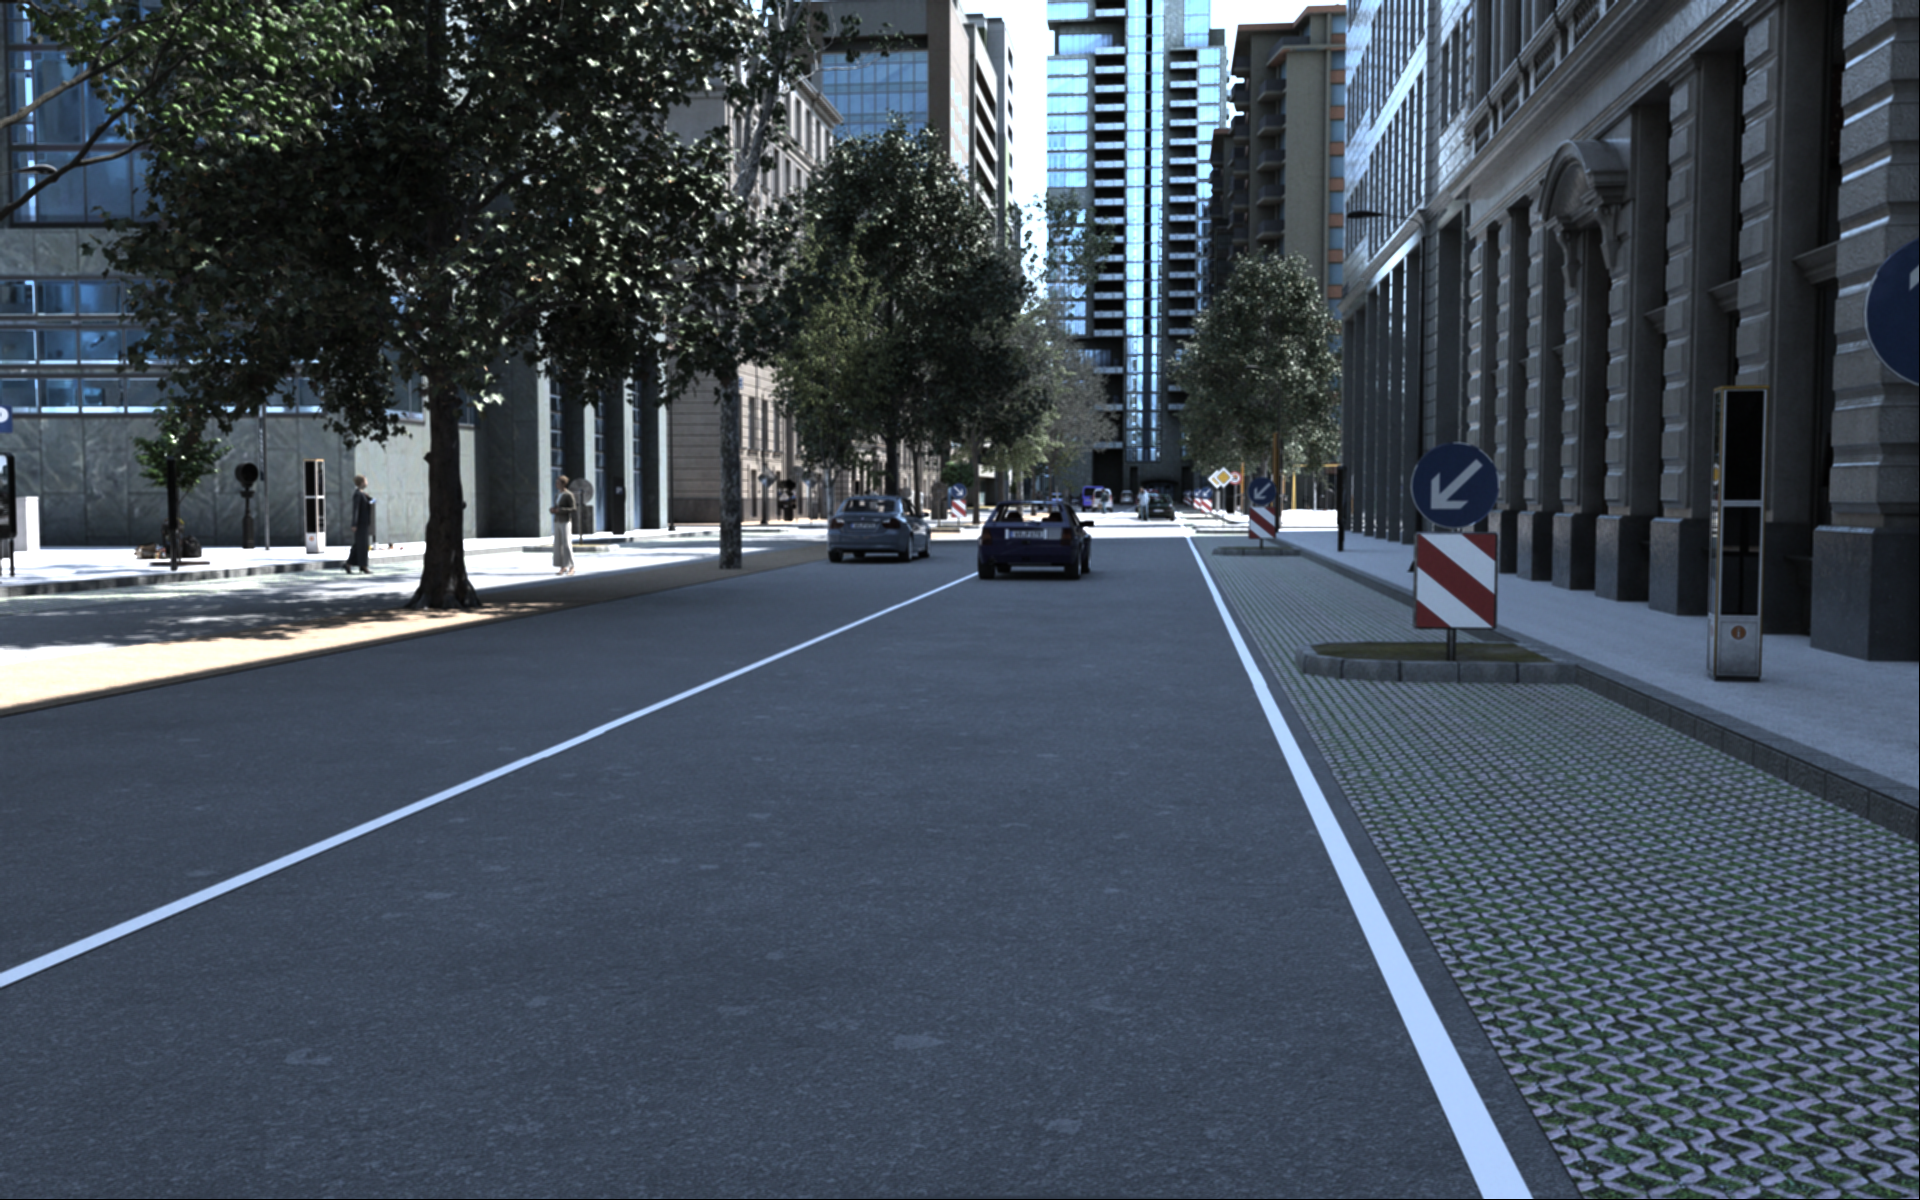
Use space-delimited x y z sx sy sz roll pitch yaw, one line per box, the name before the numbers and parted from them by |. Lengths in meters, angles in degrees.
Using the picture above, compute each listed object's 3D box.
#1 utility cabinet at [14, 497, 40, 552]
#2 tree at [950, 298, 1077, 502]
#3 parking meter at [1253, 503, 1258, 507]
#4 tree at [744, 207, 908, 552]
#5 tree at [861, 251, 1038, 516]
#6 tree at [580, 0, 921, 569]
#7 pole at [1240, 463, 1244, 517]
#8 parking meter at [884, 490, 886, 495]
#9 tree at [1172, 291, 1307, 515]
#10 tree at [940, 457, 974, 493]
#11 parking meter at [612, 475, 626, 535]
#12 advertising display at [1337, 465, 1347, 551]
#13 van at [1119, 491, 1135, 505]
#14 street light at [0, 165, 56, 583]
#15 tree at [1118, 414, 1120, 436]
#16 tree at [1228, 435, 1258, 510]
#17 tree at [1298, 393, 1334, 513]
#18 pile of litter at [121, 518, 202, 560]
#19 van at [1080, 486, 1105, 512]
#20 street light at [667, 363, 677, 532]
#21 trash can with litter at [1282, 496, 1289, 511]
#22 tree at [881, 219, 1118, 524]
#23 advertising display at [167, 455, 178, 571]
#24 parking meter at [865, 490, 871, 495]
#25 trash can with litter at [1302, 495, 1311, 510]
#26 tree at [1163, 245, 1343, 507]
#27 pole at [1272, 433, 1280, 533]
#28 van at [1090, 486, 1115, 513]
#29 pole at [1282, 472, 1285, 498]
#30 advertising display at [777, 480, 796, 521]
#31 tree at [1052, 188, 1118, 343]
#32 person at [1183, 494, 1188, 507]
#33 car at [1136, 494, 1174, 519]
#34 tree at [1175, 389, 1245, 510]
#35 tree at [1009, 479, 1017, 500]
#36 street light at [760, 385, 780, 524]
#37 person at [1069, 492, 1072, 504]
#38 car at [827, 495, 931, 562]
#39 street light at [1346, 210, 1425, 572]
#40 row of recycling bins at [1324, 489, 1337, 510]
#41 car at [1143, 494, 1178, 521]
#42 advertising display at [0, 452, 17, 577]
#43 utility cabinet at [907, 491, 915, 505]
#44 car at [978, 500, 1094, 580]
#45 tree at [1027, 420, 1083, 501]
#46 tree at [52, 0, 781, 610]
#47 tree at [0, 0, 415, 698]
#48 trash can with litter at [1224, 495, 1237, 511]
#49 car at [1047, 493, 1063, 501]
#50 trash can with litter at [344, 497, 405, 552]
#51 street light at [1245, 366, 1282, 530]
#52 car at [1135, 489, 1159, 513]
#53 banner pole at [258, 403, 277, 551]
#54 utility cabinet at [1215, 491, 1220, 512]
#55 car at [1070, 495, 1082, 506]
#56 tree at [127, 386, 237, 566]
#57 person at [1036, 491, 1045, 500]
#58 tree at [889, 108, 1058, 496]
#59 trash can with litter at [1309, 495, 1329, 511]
utility cabinet | -20.945 -1.692 38.827 0.306 1.237 1.020 -1 4 -14
tree | 2.066 -10.283 88.705 7.486 12.596 7.792 0 3 0
parking meter | 19.986 -6.834 117.454 0.255 1.863 0.399 3 5 42
tree | -3.198 -5.479 42.406 4.737 8.622 4.395 0 3 0
tree | -1.371 -7.537 60.097 8.767 10.594 7.601 0 4 7
tree | -5.492 -10.713 33.507 12.611 20.169 13.585 0 3 0
pole | 15.879 -6.337 97.448 0.158 3.312 0.155 0 3 0
parking meter | -4.408 -5.898 104.842 0.372 1.533 0.369 0 3 0
tree | 17.714 -12.223 106.506 9.857 13.997 8.962 0 3 0
tree | -0.052 -9.908 145.716 4.285 4.588 4.351 0 3 0
parking meter | -10.663 -2.961 54.130 0.399 1.863 0.255 -2 4 -24
advertising display | 8.616 -2.073 39.108 0.123 1.923 0.974 1 4 18
van | 21.251 -13.062 220.571 2.013 2.044 4.112 0 4 6
street light | -13.445 -3.187 24.655 1.470 5.913 1.316 0 4 7
tree | 4.829 -12.231 112.802 12.009 13.543 11.850 0 3 0
tree | 20.593 -10.808 127.080 4.360 8.622 3.978 0 3 0
tree | 23.701 -10.128 115.952 4.360 8.622 3.978 0 3 0
pile of litter | -15.838 -1.250 34.400 1.176 0.858 1.719 3 5 41
van | 10.849 -8.326 140.518 2.240 2.365 5.245 0 4 5
street light | -9.347 -5.300 59.201 1.470 5.913 1.316 0 4 7
trash can with litter | 24.465 -7.365 131.812 1.055 1.170 0.624 2 4 33
tree | 0.740 -10.041 77.000 12.009 13.543 11.850 0 3 0
advertising display | -13.295 -1.470 29.249 0.123 1.923 0.974 -2 4 -23
parking meter | -5.143 -5.407 96.822 0.372 1.533 0.369 0 3 0
trash can with litter | 28.162 -7.880 140.222 0.624 1.170 1.055 -1 4 -17
tree | 14.048 -9.953 79.742 9.611 12.733 9.660 0 3 0
pole | 10.520 -3.905 57.693 0.158 3.312 0.155 0 3 0
van | 11.164 -7.872 135.726 2.013 2.044 4.112 0 4 5
pole | 26.070 -8.910 139.529 0.158 3.312 0.155 0 3 0
advertising display | -8.110 -4.672 81.593 0.974 1.923 0.123 0 4 4
tree | 2.331 -14.781 100.007 12.611 20.169 13.585 0 3 0
person | 23.886 -10.580 182.002 0.721 1.766 1.217 -3 4 -38
car | 11.176 -5.356 99.367 2.131 1.459 4.920 0 4 7
tree | 21.737 -13.781 143.439 7.486 12.596 7.792 0 3 0
tree | 6.398 -12.692 202.111 1.663 3.219 1.824 0 3 0
street light | -7.771 -6.147 73.051 1.470 5.913 1.316 0 4 7
person | 12.425 -11.328 194.420 0.721 1.735 1.217 0 4 6
car | -1.735 -1.575 37.750 2.014 1.417 4.499 0 4 7
street light | 7.021 -3.420 28.458 1.470 5.913 1.316 0 4 7
row of recycling bins | 30.447 -7.912 136.481 3.534 1.692 1.069 1 4 17
car | 10.685 -5.089 92.987 2.009 1.686 4.222 0 4 7
advertising display | -15.148 -1.332 26.986 0.974 1.923 0.123 1 4 15
utility cabinet | -3.359 -6.557 115.891 0.318 1.500 1.173 2 4 29
car | 1.353 -1.091 30.425 1.945 1.354 3.894 0 4 8
tree | 7.576 -11.084 134.042 4.737 8.622 4.395 0 3 0
tree | -6.474 -6.247 21.598 9.611 12.733 9.660 0 3 0
tree | -7.221 -5.096 11.527 9.928 11.665 9.643 0 3 0
trash can with litter | 20.824 -7.380 131.726 1.678 1.210 2.233 -1 4 -17
car | 9.995 -10.431 180.137 1.945 1.707 3.694 0 4 7
trash can with litter | -13.245 -1.747 39.619 1.678 1.210 2.233 0 4 6
street light | 11.002 -5.517 62.749 1.470 5.913 1.316 0 4 7
car | 14.825 -7.782 135.908 2.281 1.827 5.304 0 4 7
banner pole | -15.791 -3.012 39.262 0.401 3.779 0.863 -2 4 -32
utility cabinet | 18.142 -6.932 122.024 0.318 1.500 1.173 0 4 7
car | 13.356 -11.586 202.004 1.945 1.354 3.894 0 4 8
tree | -14.248 -2.248 31.356 1.663 3.219 1.824 0 3 0
person | 8.804 -11.146 191.450 1.217 1.736 0.721 -2 4 -25
tree | -2.006 -8.067 51.356 9.611 12.733 9.660 0 3 0
trash can with litter | 27.162 -7.320 130.738 1.678 1.210 2.233 -2 4 -26
